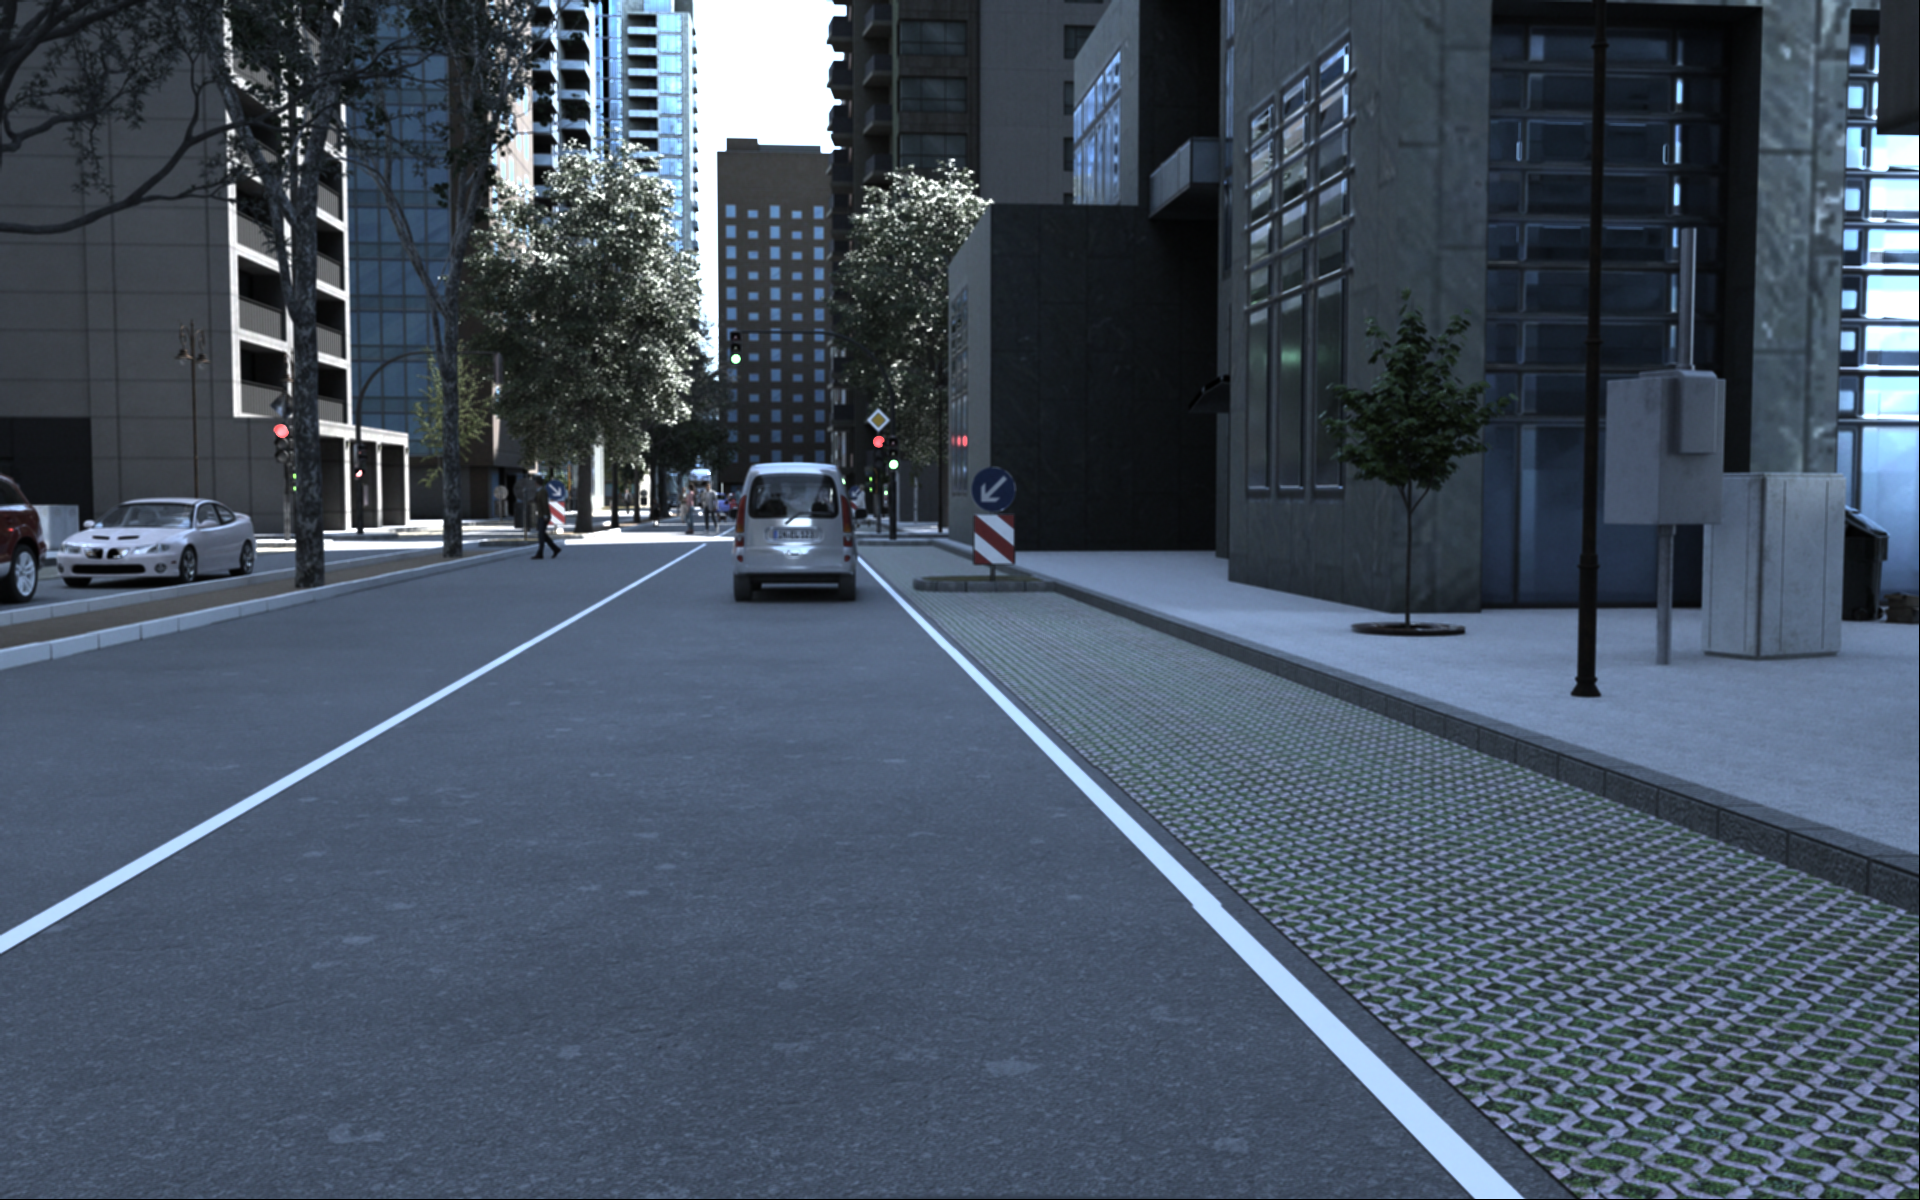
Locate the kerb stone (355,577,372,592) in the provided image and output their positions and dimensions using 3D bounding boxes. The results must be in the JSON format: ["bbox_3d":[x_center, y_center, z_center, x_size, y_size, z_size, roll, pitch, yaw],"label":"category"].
[{"bbox_3d":[-8.957,-0.210,25.738,0.120,0.150,1.000,0,4,-5],"label":"kerb stone"}]

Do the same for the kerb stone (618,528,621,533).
[{"bbox_3d":[-12.529,-2.492,62.972,0.120,0.150,1.000,0,4,-5],"label":"kerb stone"}]

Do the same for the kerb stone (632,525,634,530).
[{"bbox_3d":[-13.030,-2.799,68.093,0.120,0.150,1.000,0,4,-5],"label":"kerb stone"}]

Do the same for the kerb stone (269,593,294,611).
[{"bbox_3d":[-8.556,0.037,21.637,0.120,0.150,1.000,0,4,-5],"label":"kerb stone"}]

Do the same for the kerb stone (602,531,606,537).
[{"bbox_3d":[-12.046,-2.180,57.881,0.120,0.150,1.000,0,4,-5],"label":"kerb stone"}]

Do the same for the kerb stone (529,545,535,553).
[{"bbox_3d":[-10.521,-1.211,42.054,0.120,0.150,1.000,0,4,-5],"label":"kerb stone"}]

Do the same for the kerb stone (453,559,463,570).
[{"bbox_3d":[-9.635,-0.648,32.874,0.120,0.150,1.000,0,4,-5],"label":"kerb stone"}]

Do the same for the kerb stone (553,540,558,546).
[{"bbox_3d":[-10.916,-1.465,46.144,0.120,0.150,1.000,0,4,-5],"label":"kerb stone"}]

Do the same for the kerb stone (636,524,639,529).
[{"bbox_3d":[-13.219,-2.932,70.136,0.120,0.150,1.000,0,4,-5],"label":"kerb stone"}]

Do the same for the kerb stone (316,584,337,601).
[{"bbox_3d":[-8.748,-0.091,23.682,0.120,0.150,1.000,0,4,-5],"label":"kerb stone"}]

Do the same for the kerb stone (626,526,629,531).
[{"bbox_3d":[-12.828,-2.679,66.048,0.120,0.150,1.000,0,4,-5],"label":"kerb stone"}]

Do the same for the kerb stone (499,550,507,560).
[{"bbox_3d":[-10.131,-0.963,37.979,0.120,0.150,1.000,0,4,-5],"label":"kerb stone"}]

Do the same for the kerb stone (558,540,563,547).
[{"bbox_3d":[-11.016,-1.527,47.162,0.120,0.150,1.000,0,4,-5],"label":"kerb stone"}]

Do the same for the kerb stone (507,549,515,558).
[{"bbox_3d":[-10.220,-1.028,38.997,0.120,0.150,1.000,0,4,-5],"label":"kerb stone"}]

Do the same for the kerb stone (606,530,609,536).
[{"bbox_3d":[-12.140,-2.245,58.899,0.120,0.150,1.000,0,4,-5],"label":"kerb stone"}]

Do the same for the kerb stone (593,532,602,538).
[{"bbox_3d":[-11.946,-2.120,56.862,0.120,0.150,1.000,0,4,-5],"label":"kerb stone"}]

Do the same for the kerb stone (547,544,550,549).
[{"bbox_3d":[-10.813,-1.401,45.124,0.120,0.150,1.000,0,4,-5],"label":"kerb stone"}]

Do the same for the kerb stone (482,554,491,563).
[{"bbox_3d":[-9.936,-0.840,35.924,0.120,0.150,1.000,0,4,-5],"label":"kerb stone"}]

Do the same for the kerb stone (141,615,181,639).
[{"bbox_3d":[-8.161,0.286,17.545,0.120,0.150,1.000,0,4,-5],"label":"kerb stone"}]

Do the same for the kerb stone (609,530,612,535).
[{"bbox_3d":[-12.240,-2.305,59.916,0.120,0.150,1.000,0,4,-5],"label":"kerb stone"}]

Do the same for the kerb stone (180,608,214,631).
[{"bbox_3d":[-8.257,0.223,18.565,0.120,0.150,1.000,0,4,-5],"label":"kerb stone"}]

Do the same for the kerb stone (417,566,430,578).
[{"bbox_3d":[-9.341,-0.460,29.817,0.120,0.150,1.000,0,4,-5],"label":"kerb stone"}]

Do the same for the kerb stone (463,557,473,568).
[{"bbox_3d":[-9.738,-0.715,33.890,0.120,0.150,1.000,0,4,-5],"label":"kerb stone"}]

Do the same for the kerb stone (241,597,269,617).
[{"bbox_3d":[-8.460,0.097,20.604,0.120,0.150,1.000,0,4,-5],"label":"kerb stone"}]

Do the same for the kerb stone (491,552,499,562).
[{"bbox_3d":[-10.027,-0.900,36.950,0.120,0.150,1.000,0,4,-5],"label":"kerb stone"}]

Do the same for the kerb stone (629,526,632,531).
[{"bbox_3d":[-12.926,-2.745,67.072,0.120,0.150,1.000,0,4,-5],"label":"kerb stone"}]

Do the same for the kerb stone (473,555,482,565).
[{"bbox_3d":[-9.839,-0.775,34.907,0.120,0.150,1.000,0,4,-5],"label":"kerb stone"}]

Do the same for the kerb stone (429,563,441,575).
[{"bbox_3d":[-9.442,-0.528,30.835,0.120,0.150,1.000,0,4,-5],"label":"kerb stone"}]

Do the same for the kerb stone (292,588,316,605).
[{"bbox_3d":[-8.658,-0.028,22.654,0.120,0.150,1.000,0,4,-5],"label":"kerb stone"}]

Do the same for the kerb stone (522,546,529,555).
[{"bbox_3d":[-10.415,-1.152,41.037,0.120,0.150,1.000,0,4,-5],"label":"kerb stone"}]

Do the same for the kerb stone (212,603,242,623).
[{"bbox_3d":[-8.366,0.160,19.581,0.120,0.150,1.000,0,4,-5],"label":"kerb stone"}]

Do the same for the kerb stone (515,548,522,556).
[{"bbox_3d":[-10.325,-1.090,40.019,0.120,0.150,1.000,0,4,-5],"label":"kerb stone"}]

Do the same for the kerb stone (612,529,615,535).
[{"bbox_3d":[-12.328,-2.370,60.937,0.120,0.150,1.000,0,4,-5],"label":"kerb stone"}]

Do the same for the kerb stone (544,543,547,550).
[{"bbox_3d":[-10.721,-1.340,44.100,0.120,0.150,1.000,0,4,-5],"label":"kerb stone"}]

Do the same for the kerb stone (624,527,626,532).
[{"bbox_3d":[-12.730,-2.616,65.023,0.120,0.150,1.000,0,4,-5],"label":"kerb stone"}]

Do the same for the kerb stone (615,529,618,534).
[{"bbox_3d":[-12.437,-2.432,61.954,0.120,0.150,1.000,0,4,-5],"label":"kerb stone"}]

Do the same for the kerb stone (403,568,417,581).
[{"bbox_3d":[-9.243,-0.404,28.799,0.120,0.150,1.000,0,4,-5],"label":"kerb stone"}]

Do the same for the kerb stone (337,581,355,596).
[{"bbox_3d":[-8.856,-0.154,24.714,0.120,0.150,1.000,0,4,-5],"label":"kerb stone"}]

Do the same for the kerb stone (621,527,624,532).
[{"bbox_3d":[-12.636,-2.557,63.997,0.120,0.150,1.000,0,4,-5],"label":"kerb stone"}]

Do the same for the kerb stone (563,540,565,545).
[{"bbox_3d":[-11.109,-1.590,48.184,0.120,0.150,1.000,0,4,-5],"label":"kerb stone"}]

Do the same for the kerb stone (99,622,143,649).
[{"bbox_3d":[-8.066,0.350,16.510,0.120,0.150,1.000,0,4,-5],"label":"kerb stone"}]

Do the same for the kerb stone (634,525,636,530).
[{"bbox_3d":[-13.125,-2.870,69.118,0.120,0.150,1.000,0,4,-5],"label":"kerb stone"}]

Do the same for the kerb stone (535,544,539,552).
[{"bbox_3d":[-10.618,-1.277,43.077,0.120,0.150,1.000,0,4,-5],"label":"kerb stone"}]

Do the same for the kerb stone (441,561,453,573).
[{"bbox_3d":[-9.536,-0.591,31.853,0.120,0.150,1.000,0,4,-5],"label":"kerb stone"}]

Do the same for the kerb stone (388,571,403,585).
[{"bbox_3d":[-9.147,-0.342,27.781,0.120,0.150,1.000,0,4,-5],"label":"kerb stone"}]

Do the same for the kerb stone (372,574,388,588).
[{"bbox_3d":[-9.050,-0.271,26.756,0.120,0.150,1.000,0,4,-5],"label":"kerb stone"}]
